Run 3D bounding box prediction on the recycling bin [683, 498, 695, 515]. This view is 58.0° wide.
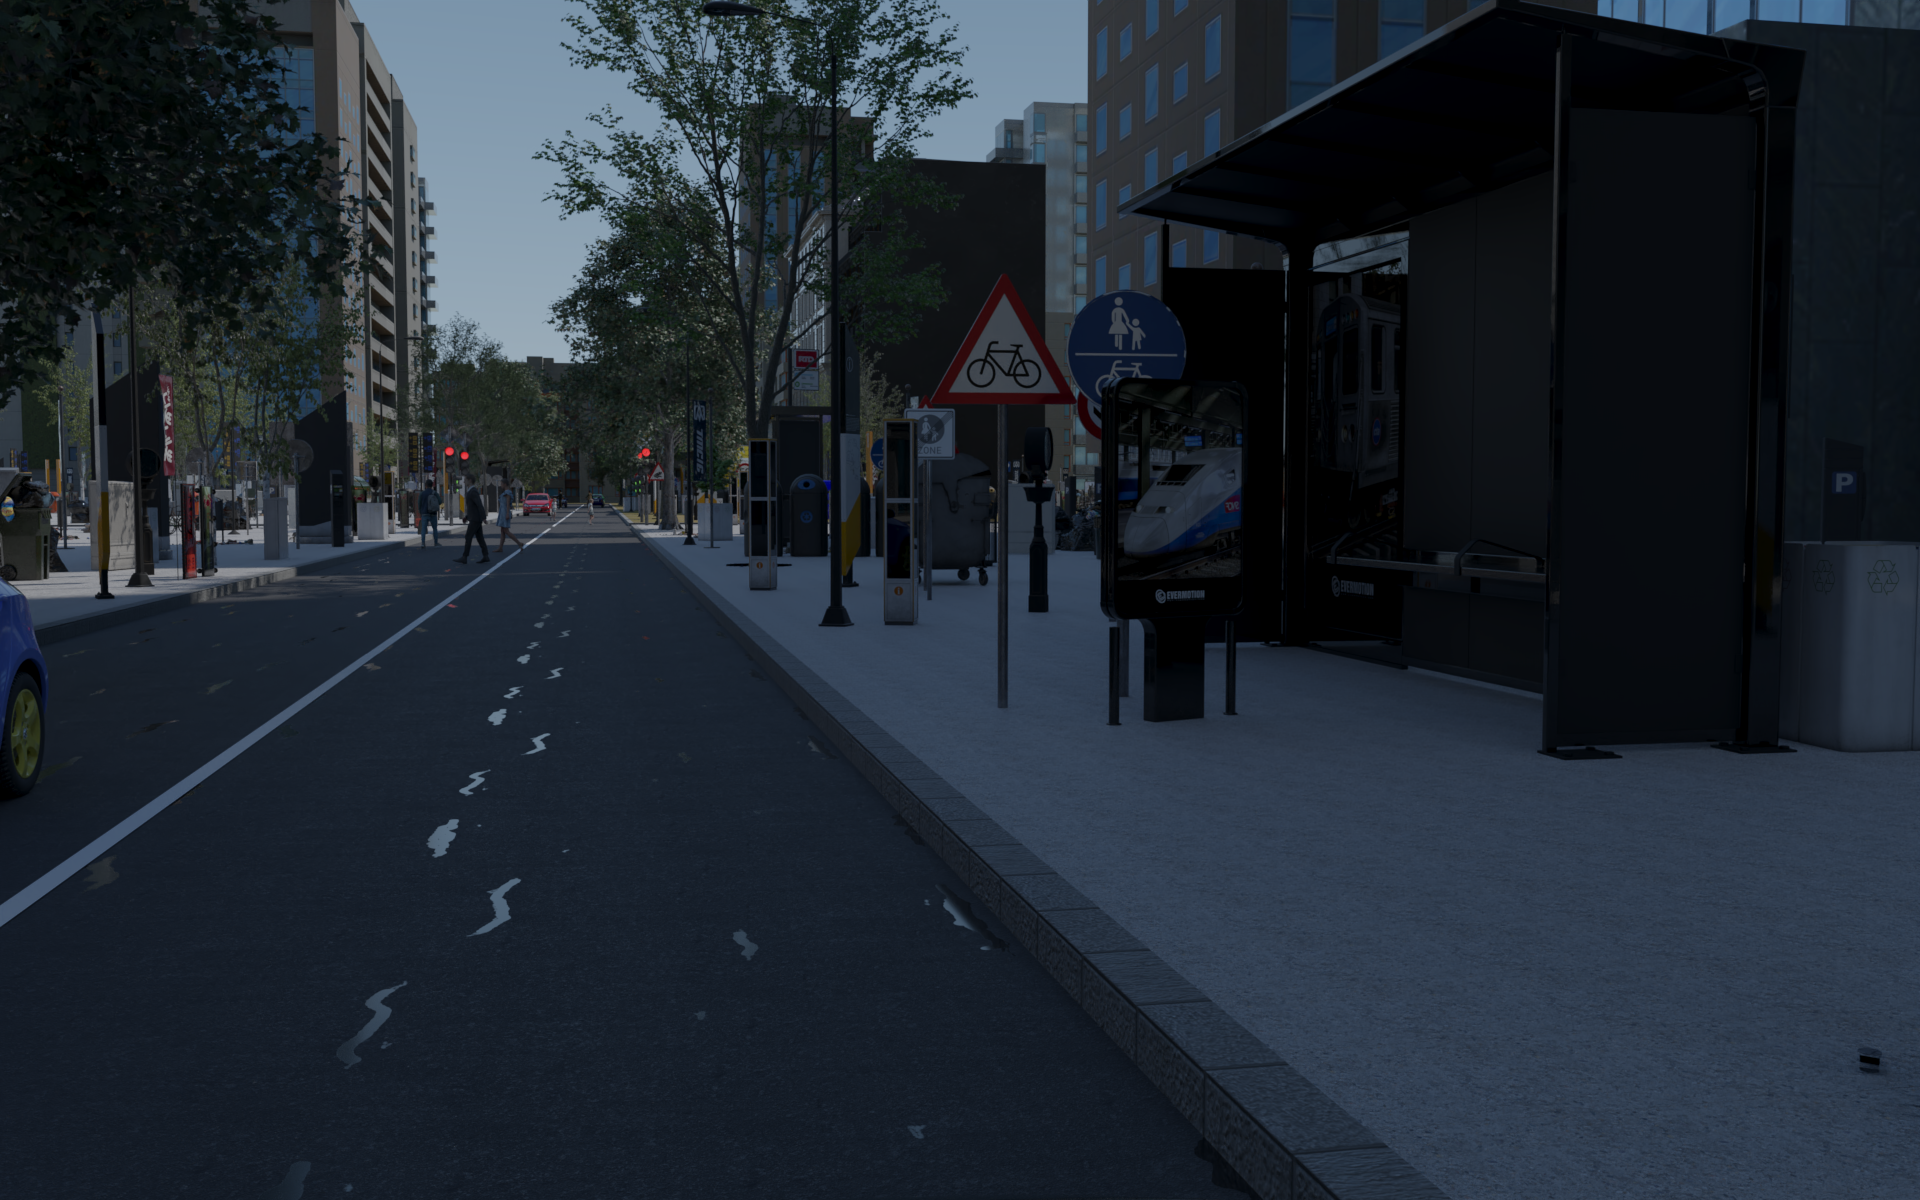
[{"bbox_3d":[-16.324,-5.657,105.045,0.722,1.027,0.722,-2,4,-33],"label":"recycling bin"}]

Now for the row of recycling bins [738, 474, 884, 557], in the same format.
[{"bbox_3d":[-2.702,-1.740,35.564,3.534,1.692,1.069,0,4,3],"label":"row of recycling bins"}]

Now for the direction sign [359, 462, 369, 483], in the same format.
[{"bbox_3d":[-42.421,-8.033,123.340,0.379,3.537,0.876,2,4,24],"label":"direction sign"}]

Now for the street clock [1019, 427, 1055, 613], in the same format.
[{"bbox_3d":[0.854,-0.869,18.778,0.358,2.002,0.471,1,4,15],"label":"street clock"}]

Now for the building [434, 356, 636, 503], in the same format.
[{"bbox_3d":[-62.571,-25.355,259.590,28.899,21.520,27.650,-1,4,-12],"label":"building"}]

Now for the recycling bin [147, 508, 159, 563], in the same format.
[{"bbox_3d":[-15.248,-1.181,31.861,0.722,1.027,0.722,0,4,-3],"label":"recycling bin"}]

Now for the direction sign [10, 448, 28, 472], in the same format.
[{"bbox_3d":[-49.436,-6.062,91.115,0.876,3.537,0.379,0,4,3],"label":"direction sign"}]

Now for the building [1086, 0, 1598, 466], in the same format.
[{"bbox_3d":[12.589,-24.679,53.611,14.600,45.320,14.200,-1,4,-12],"label":"building"}]

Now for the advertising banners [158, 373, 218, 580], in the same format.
[{"bbox_3d":[-11.668,-1.834,26.180,0.090,3.025,2.074,0,4,-4],"label":"advertising banners"}]

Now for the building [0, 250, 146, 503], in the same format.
[{"bbox_3d":[-98.070,-39.641,190.136,28.212,58.520,21.231,-1,4,-12],"label":"building"}]

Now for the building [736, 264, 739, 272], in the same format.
[{"bbox_3d":[-23.316,-35.323,269.411,23.993,40.220,32.217,-1,4,-12],"label":"building"}]

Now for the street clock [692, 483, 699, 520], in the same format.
[{"bbox_3d":[-12.866,-4.887,84.471,0.358,2.002,0.471,1,4,20],"label":"street clock"}]

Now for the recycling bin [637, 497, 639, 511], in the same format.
[{"bbox_3d":[-24.961,-7.319,132.221,0.722,1.027,0.722,1,4,14],"label":"recycling bin"}]

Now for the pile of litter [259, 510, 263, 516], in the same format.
[{"bbox_3d":[-40.172,-5.338,101.240,1.719,0.858,1.176,-1,4,-12],"label":"pile of litter"}]

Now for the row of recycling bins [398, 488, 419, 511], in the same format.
[{"bbox_3d":[-38.850,-6.934,120.481,3.534,1.692,1.069,1,4,14],"label":"row of recycling bins"}]

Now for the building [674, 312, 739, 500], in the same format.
[{"bbox_3d":[-40.071,-29.666,256.745,14.107,30.474,14.160,-1,4,-12],"label":"building"}]

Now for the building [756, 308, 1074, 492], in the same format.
[{"bbox_3d":[-5.651,-20.265,176.365,27.650,21.520,28.899,-1,4,-12],"label":"building"}]

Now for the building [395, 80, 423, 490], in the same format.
[{"bbox_3d":[-72.924,-34.972,195.488,21.600,48.544,21.300,-1,4,-12],"label":"building"}]

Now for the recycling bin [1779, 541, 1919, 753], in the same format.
[{"bbox_3d":[4.684,0.220,8.960,0.722,1.027,0.722,-1,4,-9],"label":"recycling bin"}]

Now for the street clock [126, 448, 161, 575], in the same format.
[{"bbox_3d":[-12.881,-1.394,27.370,0.471,2.002,0.358,-3,5,-41],"label":"street clock"}]

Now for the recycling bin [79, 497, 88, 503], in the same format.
[{"bbox_3d":[-72.546,-7.978,142.991,0.722,1.027,0.722,1,4,16],"label":"recycling bin"}]

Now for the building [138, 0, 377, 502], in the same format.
[{"bbox_3d":[-67.938,-33.428,170.257,21.300,48.544,21.600,-1,4,-12],"label":"building"}]

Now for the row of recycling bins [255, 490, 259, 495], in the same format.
[{"bbox_3d":[-54.312,-7.938,136.894,3.534,1.692,1.069,-3,4,-36],"label":"row of recycling bins"}]

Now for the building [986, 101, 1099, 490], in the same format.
[{"bbox_3d":[19.100,-36.297,213.063,30.456,49.044,23.786,-1,4,-12],"label":"building"}]

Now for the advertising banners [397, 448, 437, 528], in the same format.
[{"bbox_3d":[-20.351,-4.209,65.006,2.074,3.025,0.090,2,4,29],"label":"advertising banners"}]

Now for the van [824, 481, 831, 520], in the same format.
[{"bbox_3d":[-6.277,-4.426,76.753,5.245,2.365,2.240,-1,4,-13],"label":"van"}]

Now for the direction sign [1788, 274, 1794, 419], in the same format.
[{"bbox_3d":[8.164,-1.594,18.060,0.876,3.537,0.379,1,4,17],"label":"direction sign"}]

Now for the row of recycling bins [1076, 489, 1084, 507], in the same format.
[{"bbox_3d":[9.854,-8.221,141.520,1.069,1.692,3.534,3,4,37],"label":"row of recycling bins"}]

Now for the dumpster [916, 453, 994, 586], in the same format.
[{"bbox_3d":[-0.273,-1.166,24.828,1.264,1.857,1.865,-1,4,-12],"label":"dumpster"}]

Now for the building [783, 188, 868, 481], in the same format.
[{"bbox_3d":[-7.062,-21.151,143.075,12.463,27.353,25.104,-1,4,-12],"label":"building"}]

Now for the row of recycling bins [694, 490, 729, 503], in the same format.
[{"bbox_3d":[-16.692,-6.750,117.477,3.534,1.692,1.069,-1,4,-14],"label":"row of recycling bins"}]

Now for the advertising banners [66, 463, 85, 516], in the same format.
[{"bbox_3d":[-50.463,-6.275,98.791,2.074,3.025,0.090,2,4,29],"label":"advertising banners"}]

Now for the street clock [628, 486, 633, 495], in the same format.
[{"bbox_3d":[-27.692,-8.629,145.650,0.471,2.002,0.358,3,5,45],"label":"street clock"}]

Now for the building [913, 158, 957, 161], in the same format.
[{"bbox_3d":[-3.720,-32.419,213.647,14.086,41.232,14.154,-1,4,-12],"label":"building"}]

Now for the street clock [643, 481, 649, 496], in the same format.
[{"bbox_3d":[-17.241,-5.544,95.212,0.358,2.002,0.471,0,4,-2],"label":"street clock"}]

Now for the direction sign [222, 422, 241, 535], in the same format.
[{"bbox_3d":[-22.998,-3.838,54.754,0.379,3.537,0.876,1,4,11],"label":"direction sign"}]

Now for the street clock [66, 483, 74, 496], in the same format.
[{"bbox_3d":[-57.291,-6.542,111.529,0.471,2.002,0.358,2,4,26],"label":"street clock"}]

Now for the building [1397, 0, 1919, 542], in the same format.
[{"bbox_3d":[22.602,-43.180,18.663,22.319,86.520,31.000,-1,4,-12],"label":"building"}]

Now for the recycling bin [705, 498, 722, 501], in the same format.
[{"bbox_3d":[-14.181,-5.338,99.836,0.722,1.027,0.722,3,5,42],"label":"recycling bin"}]

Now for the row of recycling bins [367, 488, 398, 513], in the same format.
[{"bbox_3d":[-37.783,-6.293,109.996,3.534,1.692,1.069,0,4,3],"label":"row of recycling bins"}]

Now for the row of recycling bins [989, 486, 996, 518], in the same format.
[{"bbox_3d":[2.775,-5.004,88.928,3.534,1.692,1.069,0,4,3],"label":"row of recycling bins"}]

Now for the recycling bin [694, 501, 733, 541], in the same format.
[{"bbox_3d":[-6.755,-2.155,47.793,0.722,1.027,0.722,-3,5,-42],"label":"recycling bin"}]

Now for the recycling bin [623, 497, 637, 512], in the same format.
[{"bbox_3d":[-24.008,-6.907,125.481,0.722,1.027,0.722,-1,4,-18],"label":"recycling bin"}]

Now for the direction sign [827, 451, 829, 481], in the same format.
[{"bbox_3d":[-6.910,-6.050,90.906,0.379,3.537,0.876,-1,4,-10],"label":"direction sign"}]

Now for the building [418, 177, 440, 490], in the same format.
[{"bbox_3d":[-91.125,-38.575,250.310,30.456,49.044,23.786,-1,4,-12],"label":"building"}]

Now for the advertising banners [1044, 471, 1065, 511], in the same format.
[{"bbox_3d":[3.454,-4.150,64.048,0.090,3.025,2.074,2,4,34],"label":"advertising banners"}]

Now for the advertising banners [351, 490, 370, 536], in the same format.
[{"bbox_3d":[-18.891,-3.431,52.291,2.074,3.025,0.090,-2,4,-32],"label":"advertising banners"}]

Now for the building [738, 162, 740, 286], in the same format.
[{"bbox_3d":[-19.825,-32.195,209.988,14.154,41.232,14.086,-1,4,-12],"label":"building"}]

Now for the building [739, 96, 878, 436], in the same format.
[{"bbox_3d":[-17.324,-33.380,195.876,14.600,45.320,14.200,-1,4,-12],"label":"building"}]

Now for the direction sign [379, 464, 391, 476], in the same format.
[{"bbox_3d":[-43.843,-8.567,132.060,0.876,3.537,0.379,-2,4,-32],"label":"direction sign"}]

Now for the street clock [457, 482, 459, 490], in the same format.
[{"bbox_3d":[-30.142,-6.088,104.107,0.358,2.002,0.471,-2,4,-31],"label":"street clock"}]

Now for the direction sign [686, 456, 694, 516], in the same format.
[{"bbox_3d":[-15.879,-6.796,103.110,0.876,3.537,0.379,0,4,-7],"label":"direction sign"}]

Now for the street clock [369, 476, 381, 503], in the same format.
[{"bbox_3d":[-23.140,-3.918,68.631,0.471,2.002,0.358,1,4,22],"label":"street clock"}]

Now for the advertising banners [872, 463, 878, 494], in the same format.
[{"bbox_3d":[-4.993,-5.559,87.072,2.074,3.025,0.090,-2,4,-23],"label":"advertising banners"}]

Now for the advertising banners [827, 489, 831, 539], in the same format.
[{"bbox_3d":[-3.907,-3.307,50.262,0.090,3.025,2.074,-1,4,-18],"label":"advertising banners"}]

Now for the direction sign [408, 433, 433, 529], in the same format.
[{"bbox_3d":[-19.867,-4.396,63.870,0.876,3.537,0.379,0,4,-1],"label":"direction sign"}]

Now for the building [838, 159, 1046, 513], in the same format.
[{"bbox_3d":[-1.864,-17.965,123.407,12.332,23.373,15.834,-1,4,-12],"label":"building"}]

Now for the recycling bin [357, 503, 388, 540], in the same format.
[{"bbox_3d":[-16.533,-2.215,48.764,0.722,1.027,0.722,-1,4,-9],"label":"recycling bin"}]

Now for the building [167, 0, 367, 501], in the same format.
[{"bbox_3d":[-60.947,-30.766,153.129,14.600,45.320,14.200,-1,4,-12],"label":"building"}]
